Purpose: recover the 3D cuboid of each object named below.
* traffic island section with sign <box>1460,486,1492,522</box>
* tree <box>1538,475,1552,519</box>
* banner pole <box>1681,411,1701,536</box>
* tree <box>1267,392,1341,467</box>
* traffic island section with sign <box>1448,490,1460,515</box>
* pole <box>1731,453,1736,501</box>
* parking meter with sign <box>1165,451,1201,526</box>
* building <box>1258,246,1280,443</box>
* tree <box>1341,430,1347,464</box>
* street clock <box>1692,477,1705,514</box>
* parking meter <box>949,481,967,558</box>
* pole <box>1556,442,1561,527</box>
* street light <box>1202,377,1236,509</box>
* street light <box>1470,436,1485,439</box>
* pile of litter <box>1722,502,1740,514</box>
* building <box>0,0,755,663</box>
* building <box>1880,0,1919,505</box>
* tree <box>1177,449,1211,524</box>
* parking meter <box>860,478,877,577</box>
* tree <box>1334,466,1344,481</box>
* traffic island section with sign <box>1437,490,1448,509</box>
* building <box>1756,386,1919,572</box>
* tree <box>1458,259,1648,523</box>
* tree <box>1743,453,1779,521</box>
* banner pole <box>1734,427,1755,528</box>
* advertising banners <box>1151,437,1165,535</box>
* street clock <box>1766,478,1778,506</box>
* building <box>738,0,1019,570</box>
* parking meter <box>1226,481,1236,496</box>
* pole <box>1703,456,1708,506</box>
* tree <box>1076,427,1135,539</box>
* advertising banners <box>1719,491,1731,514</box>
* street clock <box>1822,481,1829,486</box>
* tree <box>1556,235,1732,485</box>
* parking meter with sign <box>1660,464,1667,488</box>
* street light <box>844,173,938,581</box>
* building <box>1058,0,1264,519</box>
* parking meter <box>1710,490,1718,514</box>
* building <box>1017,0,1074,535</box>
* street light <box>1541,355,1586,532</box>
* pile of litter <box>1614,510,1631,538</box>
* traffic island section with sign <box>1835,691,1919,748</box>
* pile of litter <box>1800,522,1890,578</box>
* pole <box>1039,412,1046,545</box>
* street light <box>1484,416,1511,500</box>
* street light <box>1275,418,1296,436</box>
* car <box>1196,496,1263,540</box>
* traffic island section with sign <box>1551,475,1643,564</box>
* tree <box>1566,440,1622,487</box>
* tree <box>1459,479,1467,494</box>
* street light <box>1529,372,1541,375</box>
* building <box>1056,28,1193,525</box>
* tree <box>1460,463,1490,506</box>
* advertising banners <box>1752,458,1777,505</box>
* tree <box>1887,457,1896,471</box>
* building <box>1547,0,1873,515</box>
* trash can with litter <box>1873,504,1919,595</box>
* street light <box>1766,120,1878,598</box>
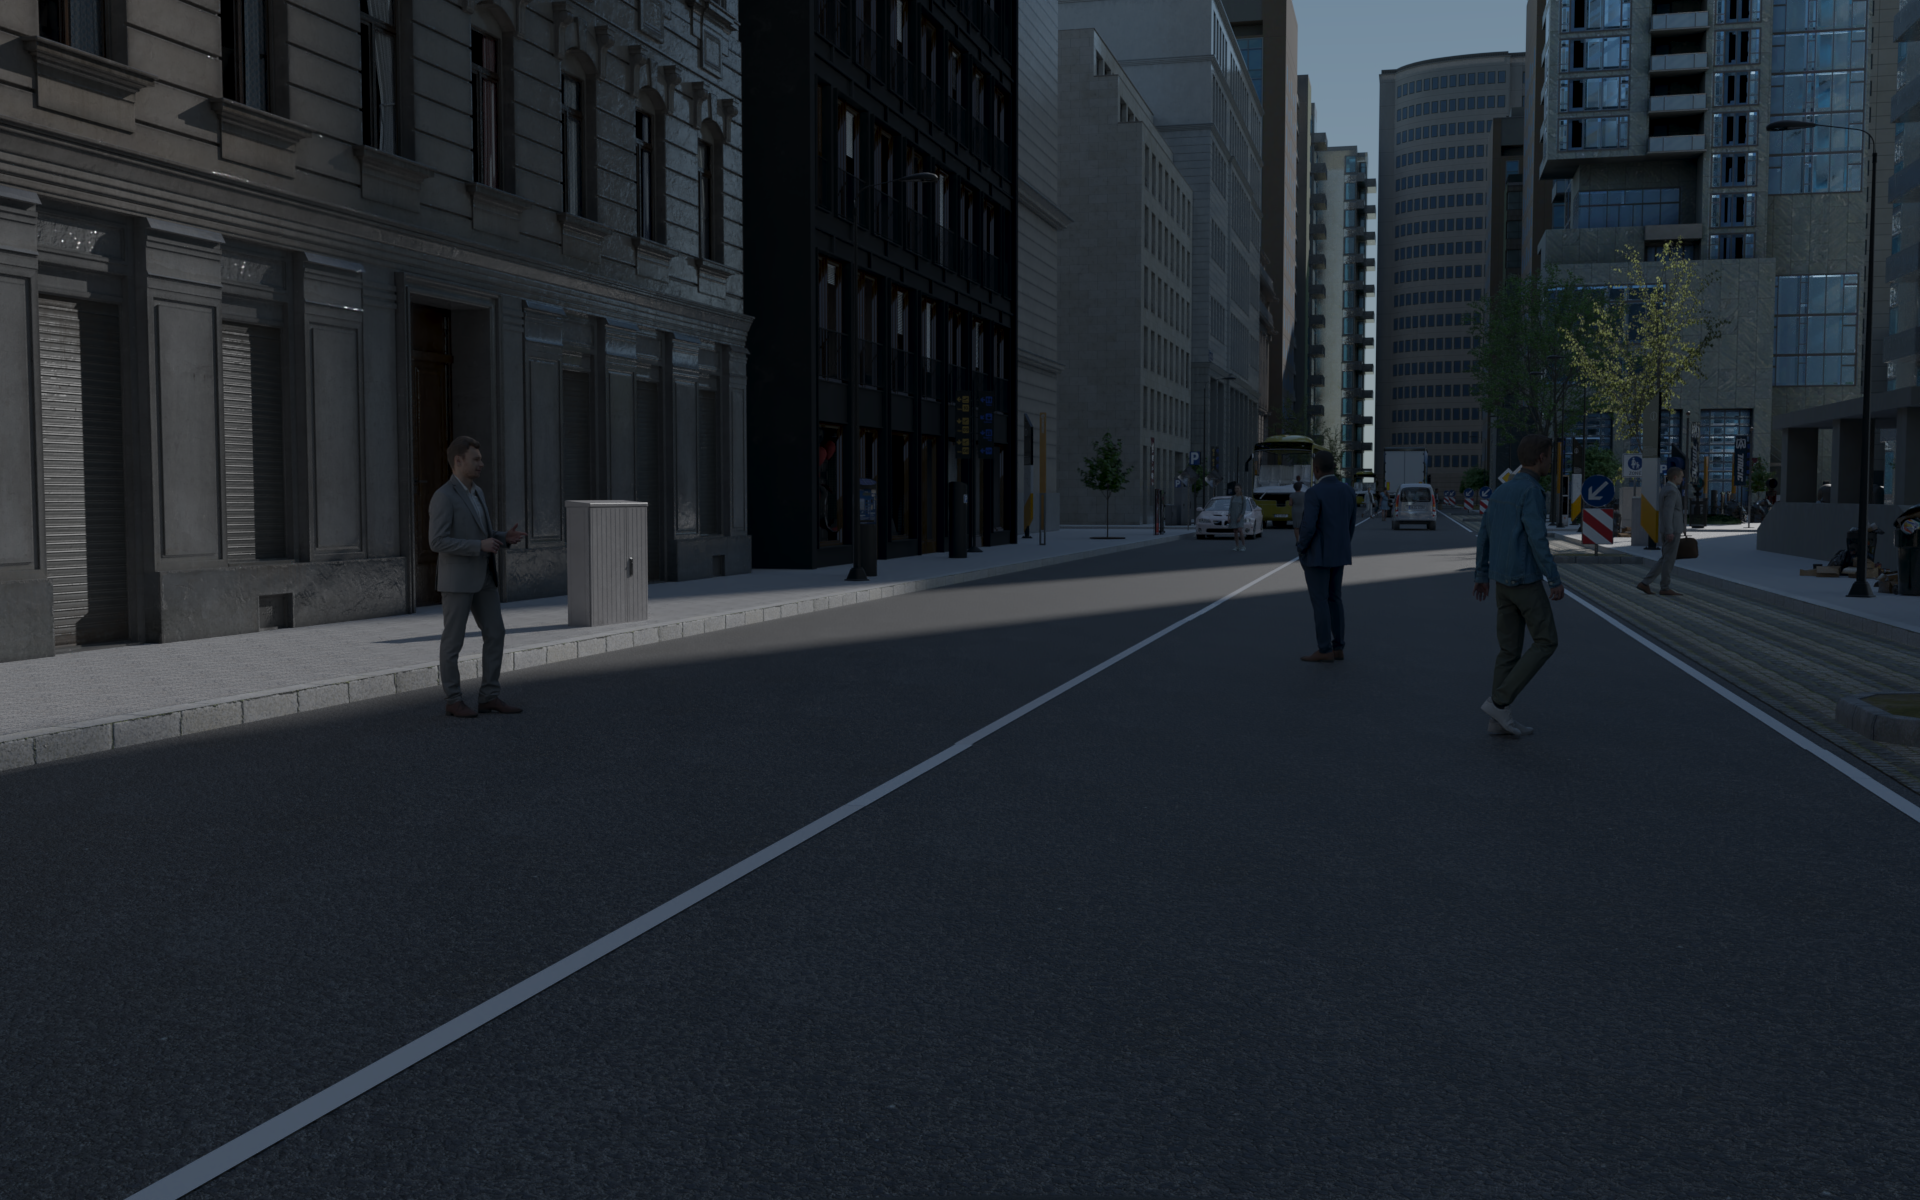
[{"bbox_3d":[27.181,-4.979,90.032,1.989,1.847,2.006,1,4,15],"label":"traffic island section with sign"},{"bbox_3d":[30.129,-5.809,89.578,1.663,3.219,1.824,0,3,0],"label":"tree"},{"bbox_3d":[22.223,-3.830,52.629,0.863,3.779,0.401,-2,4,-33],"label":"banner pole"},{"bbox_3d":[24.136,-10.620,123.992,4.737,8.622,4.395,0,3,0],"label":"tree"},{"bbox_3d":[34.120,-6.605,116.619,1.989,1.847,2.006,1,4,15],"label":"traffic island section with sign"},{"bbox_3d":[38.662,-5.669,86.534,0.158,3.312,0.155,0,3,0],"label":"pole"},{"bbox_3d":[9.039,-4.537,70.433,1.738,3.016,0.543,-3,5,-44],"label":"parking meter with sign"},{"bbox_3d":[16.207,-17.598,129.524,13.314,21.916,24.055,1,4,15],"label":"building"},{"bbox_3d":[38.704,-14.165,181.966,4.737,8.622,4.395,0,3,0],"label":"tree"},{"bbox_3d":[34.529,-4.676,81.015,0.358,2.002,0.471,-3,5,-43],"label":"street clock"},{"bbox_3d":[-0.042,-1.607,34.690,0.372,1.533,0.369,0,3,0],"label":"parking meter"},{"bbox_3d":[23.609,-4.547,68.182,0.158,3.312,0.155,0,3,0],"label":"pole"},{"bbox_3d":[10.242,-5.886,68.774,1.470,5.913,1.316,1,4,15],"label":"street light"},{"bbox_3d":[41.362,-10.141,138.344,1.470,5.913,1.316,1,4,15],"label":"street light"},{"bbox_3d":[40.362,-4.678,90.452,1.719,0.858,1.176,-3,5,-44],"label":"pile of litter"},{"bbox_3d":[-10.160,-10.449,19.997,9.793,20.994,18.267,1,4,15],"label":"building"},{"bbox_3d":[55.418,-27.627,71.314,30.456,49.044,23.786,1,4,15],"label":"building"},{"bbox_3d":[10.093,-4.918,75.011,1.663,3.219,1.824,0,3,0],"label":"tree"},{"bbox_3d":[-1.480,-1.137,27.005,0.372,1.533,0.369,0,3,0],"label":"parking meter"},{"bbox_3d":[35.892,-11.372,169.653,4.285,4.588,4.351,0,3,0],"label":"tree"},{"bbox_3d":[46.666,-9.546,164.697,1.989,1.847,2.006,1,4,15],"label":"traffic island section with sign"},{"bbox_3d":[32.172,-20.551,27.887,32.217,40.220,23.993,1,4,15],"label":"building"},{"bbox_3d":[26.656,-9.310,77.971,9.928,11.665,9.643,0,3,0],"label":"tree"},{"bbox_3d":[37.381,-5.303,81.309,1.663,3.219,1.824,0,3,0],"label":"tree"},{"bbox_3d":[29.603,-4.609,65.376,0.401,3.779,0.863,-3,4,-38],"label":"banner pole"},{"bbox_3d":[6.163,-3.541,54.080,0.090,3.025,2.074,1,4,19],"label":"advertising banners"},{"bbox_3d":[37.209,-4.579,79.438,0.471,2.002,0.358,-1,4,-9],"label":"street clock"},{"bbox_3d":[-6.462,-12.732,37.843,12.332,23.373,15.834,1,4,15],"label":"building"},{"bbox_3d":[12.224,-4.423,78.030,0.399,1.863,0.255,3,5,42],"label":"parking meter"},{"bbox_3d":[40.401,-6.117,93.863,0.158,3.312,0.155,0,3,0],"label":"pole"},{"bbox_3d":[4.326,-3.359,49.521,1.663,3.219,1.824,0,3,0],"label":"tree"},{"bbox_3d":[41.195,-5.908,92.791,2.074,3.025,0.090,-3,5,-43],"label":"advertising banners"},{"bbox_3d":[47.431,-5.525,94.900,0.358,2.002,0.471,1,4,10],"label":"street clock"},{"bbox_3d":[19.474,-6.042,49.148,4.360,8.622,3.978,0,3,0],"label":"tree"},{"bbox_3d":[41.447,-6.452,101.746,0.543,3.016,1.738,2,4,31],"label":"parking meter with sign"},{"bbox_3d":[-1.005,-3.229,25.332,1.470,5.913,1.316,1,4,15],"label":"street light"},{"bbox_3d":[11.033,-19.875,102.446,11.434,29.767,29.804,1,4,15],"label":"building"},{"bbox_3d":[45.398,-5.863,104.265,0.372,1.533,0.369,0,3,0],"label":"parking meter"},{"bbox_3d":[-8.839,-16.466,56.608,23.554,28.519,14.401,1,4,15],"label":"building"},{"bbox_3d":[20.325,-5.228,58.017,1.470,5.913,1.316,1,4,15],"label":"street light"},{"bbox_3d":[19.804,-2.312,51.761,1.719,0.858,1.176,-3,5,-42],"label":"pile of litter"},{"bbox_3d":[6.346,-0.093,10.149,1.989,1.847,2.006,1,4,15],"label":"traffic island section with sign"},{"bbox_3d":[13.764,-0.780,26.724,1.176,0.858,1.719,0,4,-6],"label":"pile of litter"},{"bbox_3d":[2.075,-3.028,43.357,0.158,3.312,0.155,0,3,0],"label":"pole"},{"bbox_3d":[31.838,-7.923,102.088,1.470,5.913,1.316,1,4,15],"label":"street light"},{"bbox_3d":[19.730,-8.131,105.476,1.470,5.913,1.316,1,4,15],"label":"street light"},{"bbox_3d":[8.769,-2.679,56.160,2.083,1.381,4.827,1,4,14],"label":"car"},{"bbox_3d":[13.153,-1.690,36.261,1.989,1.847,2.006,1,4,15],"label":"traffic island section with sign"},{"bbox_3d":[38.609,-7.419,105.022,4.285,4.588,4.351,0,3,0],"label":"tree"},{"bbox_3d":[58.090,-12.572,200.145,1.663,3.219,1.824,0,3,0],"label":"tree"},{"bbox_3d":[22.309,-5.704,65.802,1.470,5.913,1.316,1,4,15],"label":"street light"},{"bbox_3d":[4.518,-13.797,80.333,10.420,20.320,16.860,1,4,15],"label":"building"},{"bbox_3d":[54.919,-12.262,184.199,4.285,4.588,4.351,0,3,0],"label":"tree"},{"bbox_3d":[38.697,-5.282,82.552,2.074,3.025,0.090,3,4,36],"label":"advertising banners"},{"bbox_3d":[26.573,-3.231,47.421,1.663,3.219,1.824,0,3,0],"label":"tree"},{"bbox_3d":[49.357,-49.293,118.606,22.319,86.520,31.000,1,4,15],"label":"building"},{"bbox_3d":[12.055,-0.656,22.109,0.624,1.170,1.055,0,4,-3],"label":"trash can with litter"},{"bbox_3d":[10.711,-2.998,21.562,1.470,5.913,1.316,1,4,15],"label":"street light"}]
